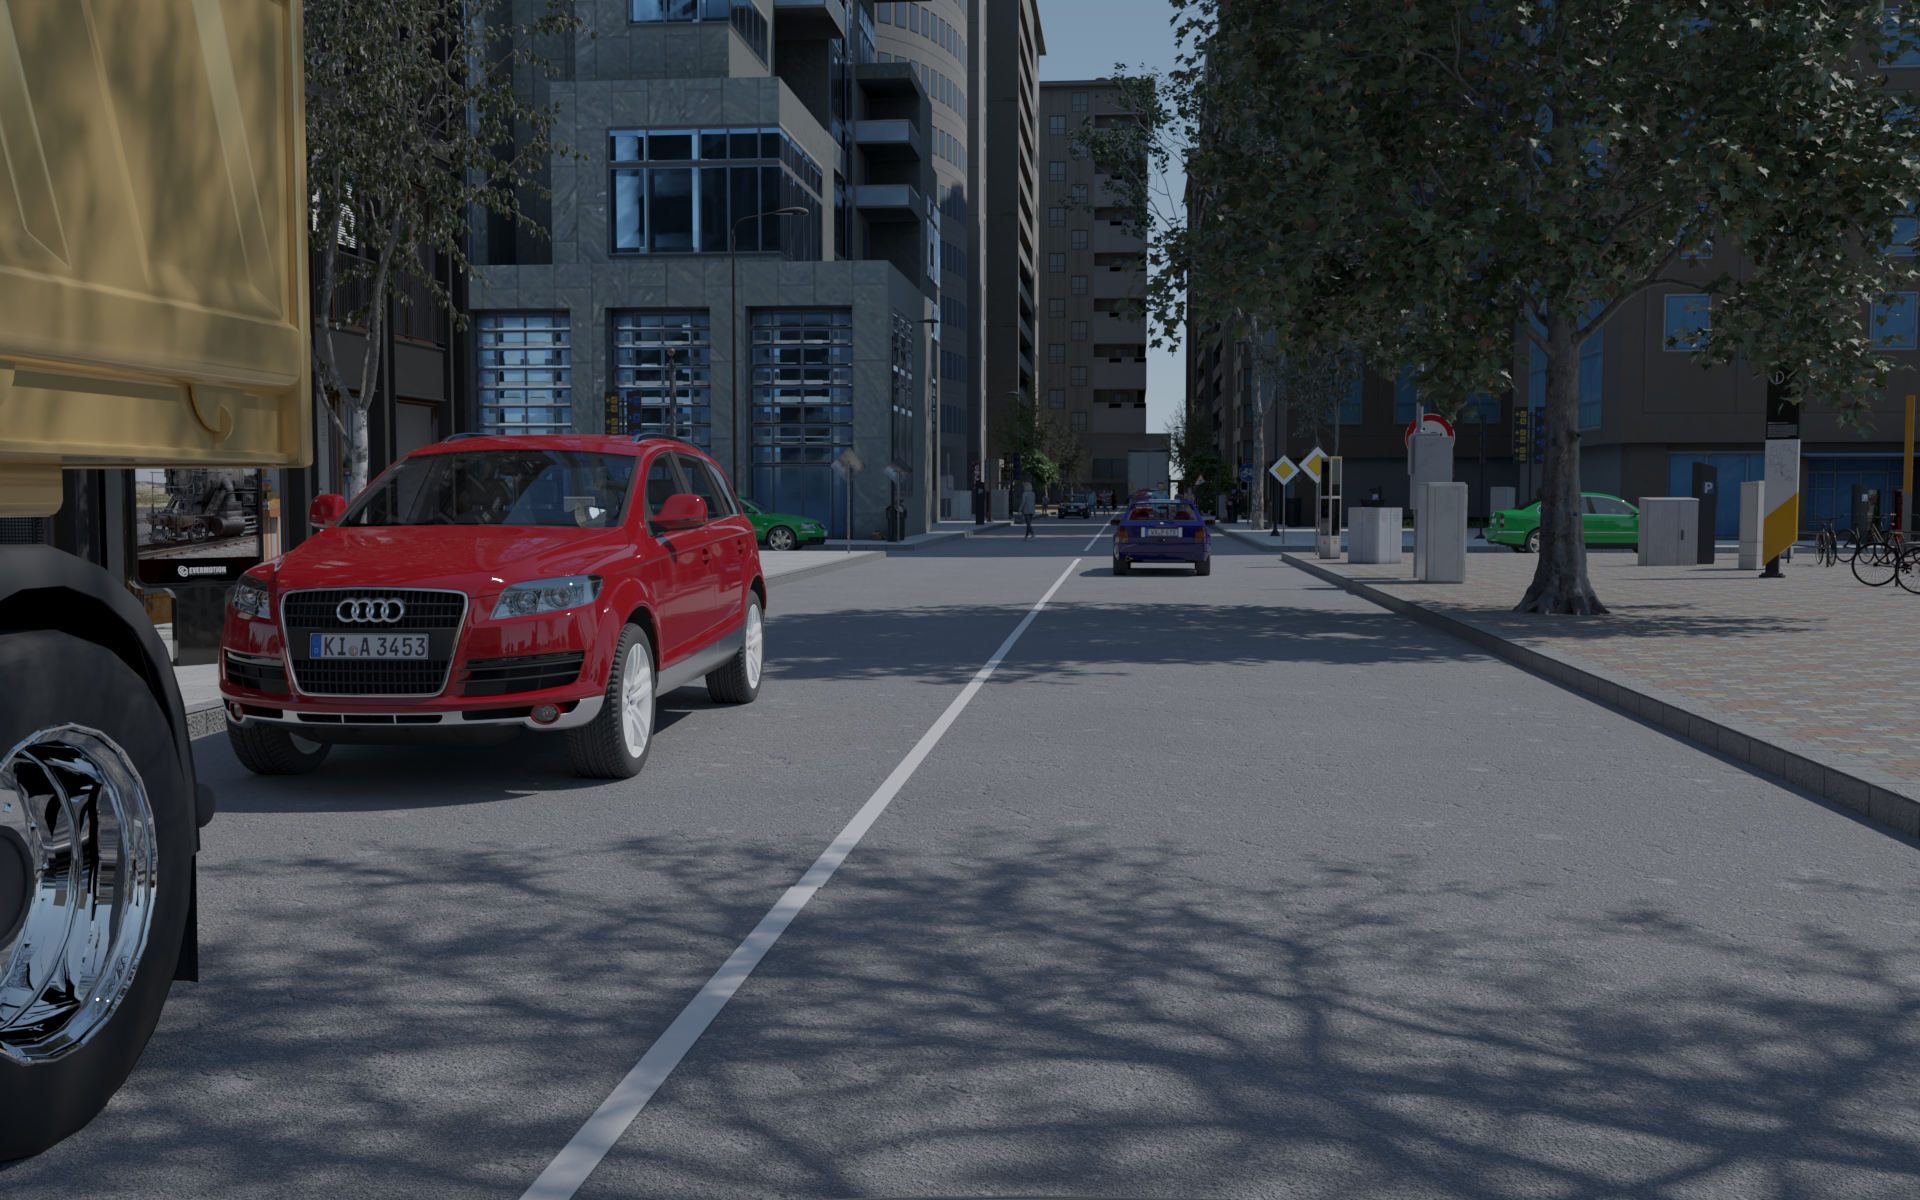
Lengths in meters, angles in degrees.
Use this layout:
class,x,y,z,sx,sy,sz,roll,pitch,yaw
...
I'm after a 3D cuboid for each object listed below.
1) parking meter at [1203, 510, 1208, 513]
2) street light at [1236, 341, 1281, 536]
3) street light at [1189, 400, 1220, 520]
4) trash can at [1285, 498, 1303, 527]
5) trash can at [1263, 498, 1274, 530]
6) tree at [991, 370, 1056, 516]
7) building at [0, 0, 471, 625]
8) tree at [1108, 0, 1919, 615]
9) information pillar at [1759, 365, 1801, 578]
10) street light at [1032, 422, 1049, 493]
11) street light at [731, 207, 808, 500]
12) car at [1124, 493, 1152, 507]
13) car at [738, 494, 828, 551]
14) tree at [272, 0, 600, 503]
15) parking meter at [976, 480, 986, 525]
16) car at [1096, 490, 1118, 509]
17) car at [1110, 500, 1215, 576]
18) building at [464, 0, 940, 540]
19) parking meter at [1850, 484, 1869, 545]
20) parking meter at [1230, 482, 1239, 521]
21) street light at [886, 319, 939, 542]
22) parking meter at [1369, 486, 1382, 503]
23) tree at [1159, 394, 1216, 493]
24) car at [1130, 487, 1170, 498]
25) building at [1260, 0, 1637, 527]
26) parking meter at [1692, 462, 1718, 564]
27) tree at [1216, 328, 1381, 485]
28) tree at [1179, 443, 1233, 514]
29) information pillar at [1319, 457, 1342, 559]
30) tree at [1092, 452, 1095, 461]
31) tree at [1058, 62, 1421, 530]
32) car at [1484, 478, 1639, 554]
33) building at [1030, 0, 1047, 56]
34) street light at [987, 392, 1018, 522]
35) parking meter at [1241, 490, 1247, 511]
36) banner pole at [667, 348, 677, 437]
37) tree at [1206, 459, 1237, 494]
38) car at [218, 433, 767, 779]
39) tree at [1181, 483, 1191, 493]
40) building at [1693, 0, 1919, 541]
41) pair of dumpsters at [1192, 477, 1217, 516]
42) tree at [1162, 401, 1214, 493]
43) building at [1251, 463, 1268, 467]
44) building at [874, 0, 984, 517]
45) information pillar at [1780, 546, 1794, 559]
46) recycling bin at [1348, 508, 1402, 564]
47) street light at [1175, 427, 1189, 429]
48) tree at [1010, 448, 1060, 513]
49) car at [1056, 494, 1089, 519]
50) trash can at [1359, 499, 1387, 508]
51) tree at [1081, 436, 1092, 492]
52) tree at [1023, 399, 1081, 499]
class,x,y,z,sx,sy,sz,roll,pitch,yaw
parking meter,16.464,-6.589,116.143,0.372,1.533,0.369,0,3,0
street light,9.038,-4.892,52.519,1.470,5.913,1.316,0,4,6
street light,12.183,-6.900,85.352,1.470,5.913,1.316,0,4,6
trash can,12.848,-3.369,66.742,0.748,1.137,0.748,0,3,0
trash can,10.925,-3.101,62.348,0.748,1.137,0.748,0,3,0
tree,3.730,-9.358,103.368,4.737,8.622,4.395,0,3,0
building,-13.783,-11.430,16.564,12.332,23.373,15.834,0,4,6
tree,6.413,-6.207,18.488,9.611,12.733,9.660,0,3,0
information pillar,12.535,-2.146,26.437,0.504,3.616,0.183,3,5,40
street light,5.248,-8.525,111.926,1.470,5.913,1.316,0,4,6
street light,-3.152,-3.408,28.266,1.470,5.913,1.316,0,4,6
car,8.260,-4.085,75.829,2.155,1.783,4.494,0,4,7
car,-5.606,-2.052,42.352,4.718,1.807,1.959,0,4,4
tree,-5.419,-3.994,15.658,4.360,8.622,3.978,0,3,0
parking meter,0.852,-4.056,72.023,0.399,1.863,0.255,0,4,-6
car,14.587,-9.998,172.142,2.281,1.827,5.304,0,4,4
car,3.717,-1.175,31.800,1.945,1.354,3.894,0,4,7
building,-11.559,-45.828,61.957,22.319,86.520,31.000,0,4,6
parking meter,22.904,-2.184,44.111,0.372,1.533,0.369,0,3,0
parking meter,12.868,-4.618,81.221,0.399,1.863,0.255,1,4,15
street light,-1.254,-4.496,46.048,1.470,5.913,1.316,0,4,6
parking meter,12.700,-2.726,52.989,0.372,1.533,0.369,0,3,0
tree,17.119,-10.825,127.344,4.360,8.622,3.978,0,3,0
car,10.937,-5.551,99.425,2.281,1.827,5.304,0,4,5
building,20.233,-25.825,72.346,14.600,45.320,14.200,0,4,6
parking meter,13.593,-1.586,31.641,0.399,1.863,0.255,-1,4,-12
tree,10.007,-5.935,47.397,4.360,8.622,3.978,0,3,0
tree,15.787,-7.760,110.594,4.285,4.588,4.351,0,3,0
information pillar,7.300,-1.814,34.144,0.304,2.012,0.304,-2,4,-33
tree,12.773,-14.905,194.065,4.360,8.622,3.978,0,3,0
tree,9.607,-12.468,59.747,12.611,20.169,13.585,0,3,0
car,14.466,-1.880,39.541,4.718,1.807,1.959,0,4,5
building,-5.504,-36.129,179.939,27.495,52.752,28.713,0,4,6
street light,1.912,-6.504,78.880,1.470,5.913,1.316,0,4,6
parking meter,16.365,-5.574,99.541,0.372,1.533,0.369,0,3,0
banner pole,-4.883,-2.419,29.568,0.401,3.779,0.863,-1,4,-16
tree,14.530,-6.128,94.791,1.663,3.219,1.824,0,3,0
car,-2.510,-0.110,10.468,2.281,1.827,5.304,0,4,4
tree,20.739,-9.790,154.663,1.663,3.219,1.824,0,3,0
building,25.874,-24.616,52.582,14.200,45.320,14.600,0,4,6
pair of dumpsters,14.549,-6.105,102.309,1.574,2.255,4.437,0,4,6
tree,17.793,-11.236,134.069,4.737,8.622,4.395,0,3,0
building,29.916,-29.485,101.693,23.786,49.044,30.456,0,4,6
building,-10.225,-34.153,100.400,21.231,58.520,28.212,0,4,6
information pillar,16.378,-1.827,34.360,0.304,2.012,0.304,3,4,37
recycling bin,7.678,-1.193,32.060,0.722,1.027,0.722,-3,4,-37
street light,15.477,-8.962,119.067,1.470,5.913,1.316,0,4,6
tree,4.868,-8.340,120.078,4.285,4.588,4.351,0,3,0
car,6.628,-5.570,100.853,2.009,1.686,4.222,0,4,6
trash can,11.205,-2.164,47.036,0.748,1.137,0.748,0,3,0
tree,10.199,-13.410,169.615,4.360,8.622,3.978,0,3,0
tree,6.654,-11.115,132.098,4.360,8.622,3.978,0,3,0
